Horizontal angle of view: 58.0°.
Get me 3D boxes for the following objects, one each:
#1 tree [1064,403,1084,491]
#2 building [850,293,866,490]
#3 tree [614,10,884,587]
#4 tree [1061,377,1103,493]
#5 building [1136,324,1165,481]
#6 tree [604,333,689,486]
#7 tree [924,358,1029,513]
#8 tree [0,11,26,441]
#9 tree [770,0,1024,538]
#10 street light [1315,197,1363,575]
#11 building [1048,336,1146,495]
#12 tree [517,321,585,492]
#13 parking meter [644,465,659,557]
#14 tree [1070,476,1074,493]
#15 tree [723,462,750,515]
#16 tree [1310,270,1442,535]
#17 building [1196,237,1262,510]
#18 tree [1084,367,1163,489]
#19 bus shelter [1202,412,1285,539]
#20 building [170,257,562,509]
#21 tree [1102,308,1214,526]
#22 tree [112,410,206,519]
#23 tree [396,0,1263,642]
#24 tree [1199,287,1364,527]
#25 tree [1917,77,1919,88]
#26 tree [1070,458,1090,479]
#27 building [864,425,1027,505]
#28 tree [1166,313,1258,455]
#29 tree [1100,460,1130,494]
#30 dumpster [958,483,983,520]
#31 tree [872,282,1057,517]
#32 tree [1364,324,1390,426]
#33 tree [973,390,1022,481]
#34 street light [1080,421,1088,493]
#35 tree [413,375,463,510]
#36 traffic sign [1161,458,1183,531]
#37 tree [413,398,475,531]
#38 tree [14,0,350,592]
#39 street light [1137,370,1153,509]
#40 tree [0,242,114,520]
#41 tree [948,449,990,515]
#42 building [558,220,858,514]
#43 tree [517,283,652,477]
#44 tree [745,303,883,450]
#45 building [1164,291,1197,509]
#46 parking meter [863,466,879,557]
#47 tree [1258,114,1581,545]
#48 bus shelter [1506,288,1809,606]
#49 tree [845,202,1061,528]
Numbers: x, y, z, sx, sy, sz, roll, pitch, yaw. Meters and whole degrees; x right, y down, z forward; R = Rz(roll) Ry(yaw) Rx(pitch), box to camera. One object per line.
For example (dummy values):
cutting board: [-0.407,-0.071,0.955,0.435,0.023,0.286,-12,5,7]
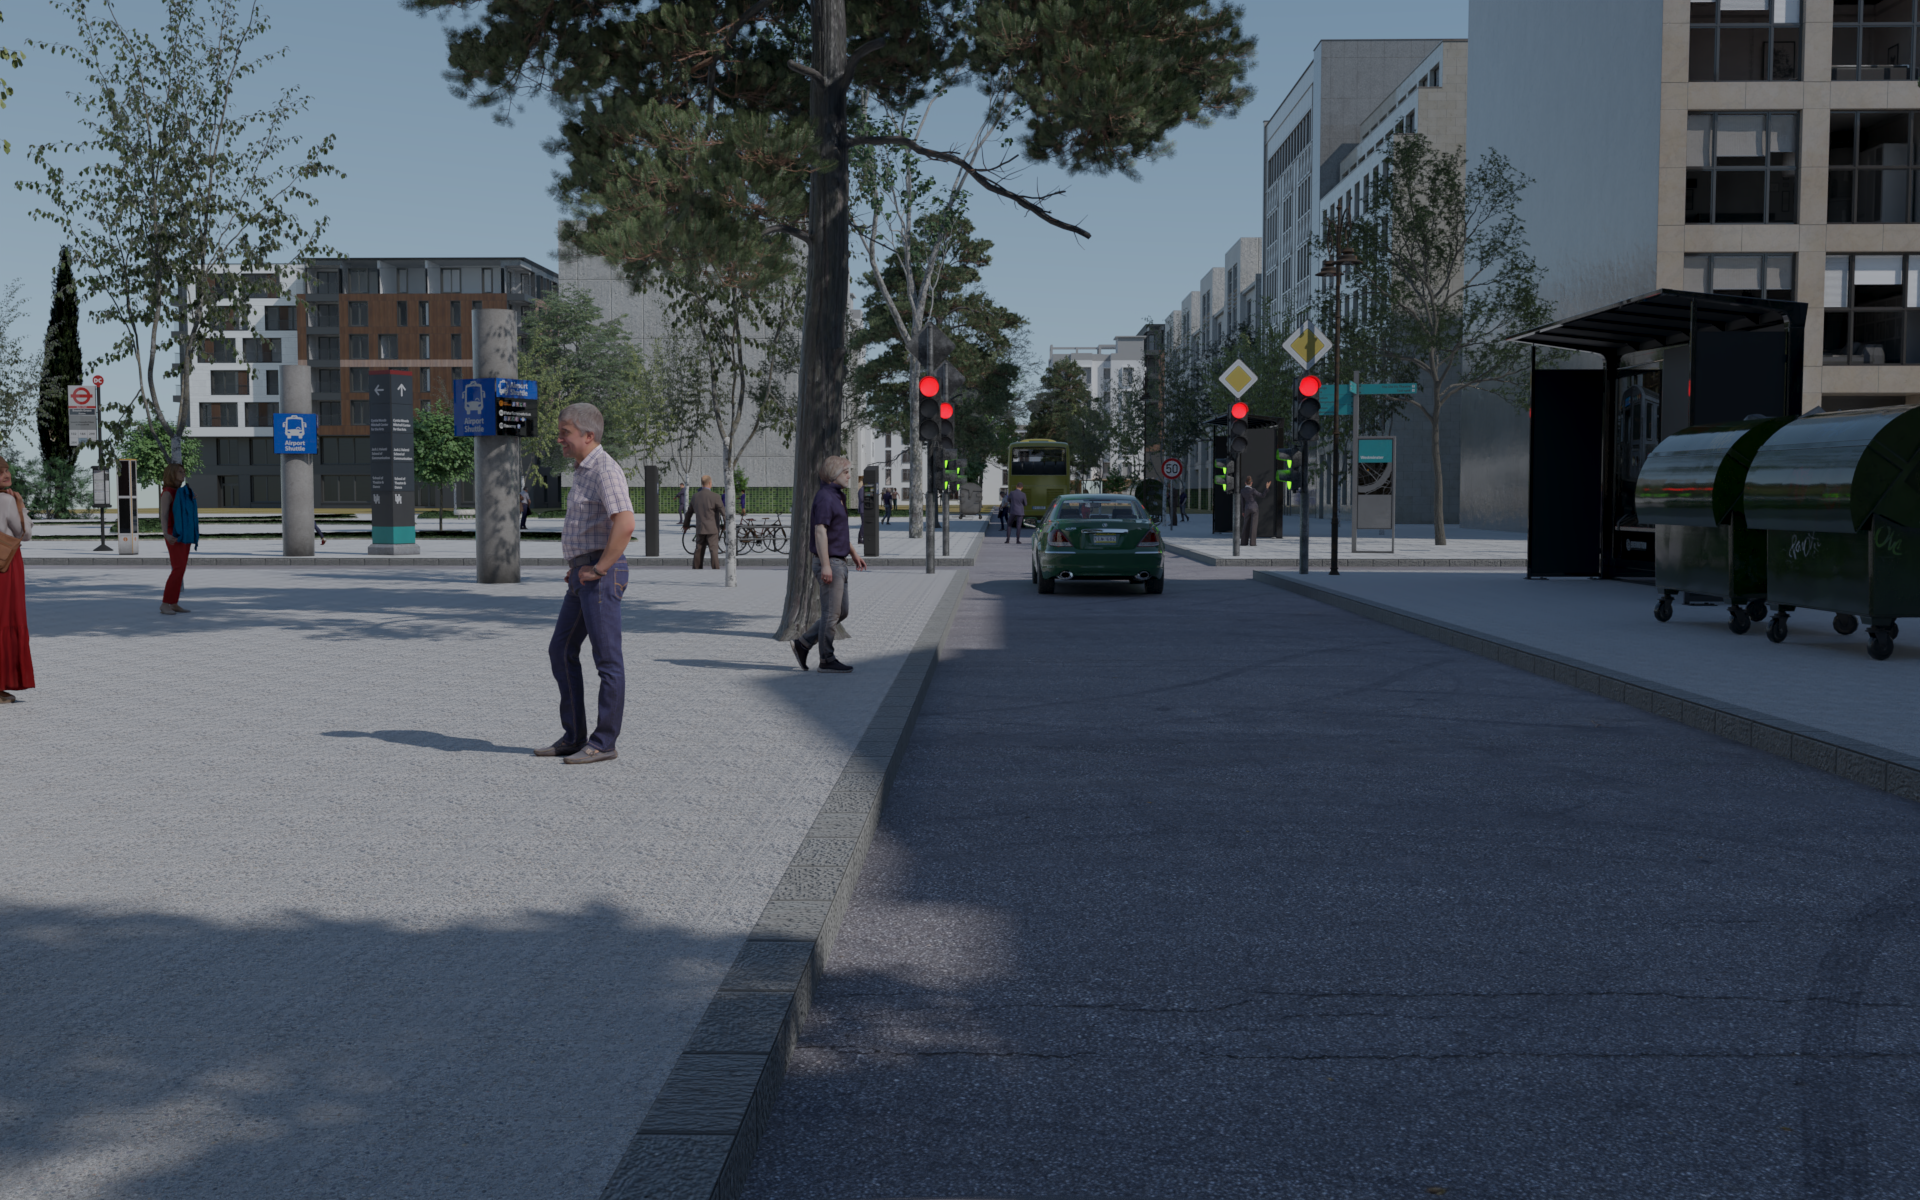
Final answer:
tree: [9.675,-11.134,132.402,4.737,8.622,4.395,0,3,0]
building: [-16.653,-18.622,160.887,16.016,20.091,11.380,0,4,1]
tree: [-3.120,-4.472,23.474,4.360,8.622,3.978,0,3,0]
tree: [8.277,-9.462,105.069,4.360,8.622,3.978,0,3,0]
building: [38.797,-22.883,218.111,32.646,21.610,27.936,0,4,1]
tree: [-14.421,-7.920,79.847,4.737,8.622,4.395,0,3,0]
tree: [0.947,-11.869,119.816,9.928,11.665,9.643,0,3,0]
tree: [-9.659,-3.906,14.225,4.737,8.622,4.395,0,3,0]
tree: [-2.744,-11.866,49.903,12.611,20.169,13.585,0,3,0]
street light: [5.938,-3.335,27.309,0.468,5.910,1.993,0,4,1]
building: [16.656,-21.843,213.545,11.380,20.091,16.016,0,4,1]
tree: [-18.131,-7.479,72.645,4.737,8.622,4.395,0,3,0]
parking meter: [-6.321,-1.824,35.535,0.255,1.863,0.399,0,4,-4]
tree: [9.165,-9.422,148.653,1.663,3.219,1.824,0,3,0]
tree: [-13.664,-6.811,105.961,1.663,3.219,1.824,0,3,0]
tree: [13.178,-6.372,54.546,4.360,8.622,3.978,0,3,0]
building: [27.858,-15.983,127.781,16.747,18.905,31.486,0,4,1]
tree: [9.850,-9.110,99.314,4.737,8.622,4.395,0,3,0]
bus shelter: [8.554,-3.750,52.601,1.731,3.624,6.357,0,4,1]
building: [-53.420,-19.561,163.797,32.646,21.610,27.936,0,4,1]
tree: [8.095,-7.249,68.883,4.360,8.622,3.978,0,3,0]
tree: [-30.185,-4.974,65.042,4.285,4.588,4.351,0,3,0]
tree: [-1.092,-6.570,14.847,7.806,13.903,7.818,0,3,0]
tree: [10.963,-6.816,61.804,4.737,8.622,4.395,0,3,0]
tree: [12.688,-4.205,19.120,4.737,8.622,4.395,0,3,0]
tree: [9.819,-15.483,175.200,6.751,12.117,7.091,0,3,0]
building: [-3.446,-16.409,210.439,28.070,9.664,9.099,0,4,1]
tree: [13.939,-9.461,89.096,7.601,10.594,8.767,2,4,24]
tree: [8.432,-6.163,95.370,1.663,3.219,1.824,0,3,0]
dumpster: [0.523,-5.009,87.648,1.264,1.857,1.865,0,4,1]
tree: [0.117,-11.307,95.233,12.009,13.543,11.850,0,3,0]
tree: [14.716,-7.152,67.291,4.737,8.622,4.395,0,3,0]
tree: [1.136,-12.165,133.315,8.767,10.594,7.601,1,4,20]
street light: [7.770,-8.345,109.228,0.468,5.910,1.993,0,4,1]
tree: [-30.937,-9.464,105.104,4.360,8.622,3.978,0,3,0]
traffic sign: [7.446,-3.718,60.899,0.768,2.556,0.104,1,4,9]
tree: [-17.859,-4.627,59.359,4.285,4.588,4.351,0,3,0]
tree: [-10.292,-4.428,22.762,4.360,8.622,3.978,0,3,0]
street light: [6.918,-5.628,64.799,0.468,5.910,1.993,0,4,1]
tree: [-52.036,-11.496,89.782,18.604,14.587,13.155,0,4,0]
tree: [0.076,-7.443,105.410,4.285,4.588,4.351,0,3,0]
building: [-17.180,-15.978,127.693,16.747,18.905,31.486,0,4,1]
tree: [-22.668,-12.066,103.936,9.857,13.997,8.962,0,3,0]
tree: [-6.516,-8.853,79.165,8.767,10.594,7.601,2,4,32]
building: [28.697,-17.913,159.329,16.747,18.905,31.486,0,4,1]
parking meter: [-1.814,-1.817,35.427,0.255,1.863,0.399,1,4,10]
tree: [11.702,-6.650,43.138,7.601,10.594,8.767,1,4,14]
bus shelter: [8.940,-1.933,22.890,1.731,3.624,6.357,0,4,1]
tree: [-0.966,-8.747,65.063,6.751,12.117,7.091,0,3,0]
